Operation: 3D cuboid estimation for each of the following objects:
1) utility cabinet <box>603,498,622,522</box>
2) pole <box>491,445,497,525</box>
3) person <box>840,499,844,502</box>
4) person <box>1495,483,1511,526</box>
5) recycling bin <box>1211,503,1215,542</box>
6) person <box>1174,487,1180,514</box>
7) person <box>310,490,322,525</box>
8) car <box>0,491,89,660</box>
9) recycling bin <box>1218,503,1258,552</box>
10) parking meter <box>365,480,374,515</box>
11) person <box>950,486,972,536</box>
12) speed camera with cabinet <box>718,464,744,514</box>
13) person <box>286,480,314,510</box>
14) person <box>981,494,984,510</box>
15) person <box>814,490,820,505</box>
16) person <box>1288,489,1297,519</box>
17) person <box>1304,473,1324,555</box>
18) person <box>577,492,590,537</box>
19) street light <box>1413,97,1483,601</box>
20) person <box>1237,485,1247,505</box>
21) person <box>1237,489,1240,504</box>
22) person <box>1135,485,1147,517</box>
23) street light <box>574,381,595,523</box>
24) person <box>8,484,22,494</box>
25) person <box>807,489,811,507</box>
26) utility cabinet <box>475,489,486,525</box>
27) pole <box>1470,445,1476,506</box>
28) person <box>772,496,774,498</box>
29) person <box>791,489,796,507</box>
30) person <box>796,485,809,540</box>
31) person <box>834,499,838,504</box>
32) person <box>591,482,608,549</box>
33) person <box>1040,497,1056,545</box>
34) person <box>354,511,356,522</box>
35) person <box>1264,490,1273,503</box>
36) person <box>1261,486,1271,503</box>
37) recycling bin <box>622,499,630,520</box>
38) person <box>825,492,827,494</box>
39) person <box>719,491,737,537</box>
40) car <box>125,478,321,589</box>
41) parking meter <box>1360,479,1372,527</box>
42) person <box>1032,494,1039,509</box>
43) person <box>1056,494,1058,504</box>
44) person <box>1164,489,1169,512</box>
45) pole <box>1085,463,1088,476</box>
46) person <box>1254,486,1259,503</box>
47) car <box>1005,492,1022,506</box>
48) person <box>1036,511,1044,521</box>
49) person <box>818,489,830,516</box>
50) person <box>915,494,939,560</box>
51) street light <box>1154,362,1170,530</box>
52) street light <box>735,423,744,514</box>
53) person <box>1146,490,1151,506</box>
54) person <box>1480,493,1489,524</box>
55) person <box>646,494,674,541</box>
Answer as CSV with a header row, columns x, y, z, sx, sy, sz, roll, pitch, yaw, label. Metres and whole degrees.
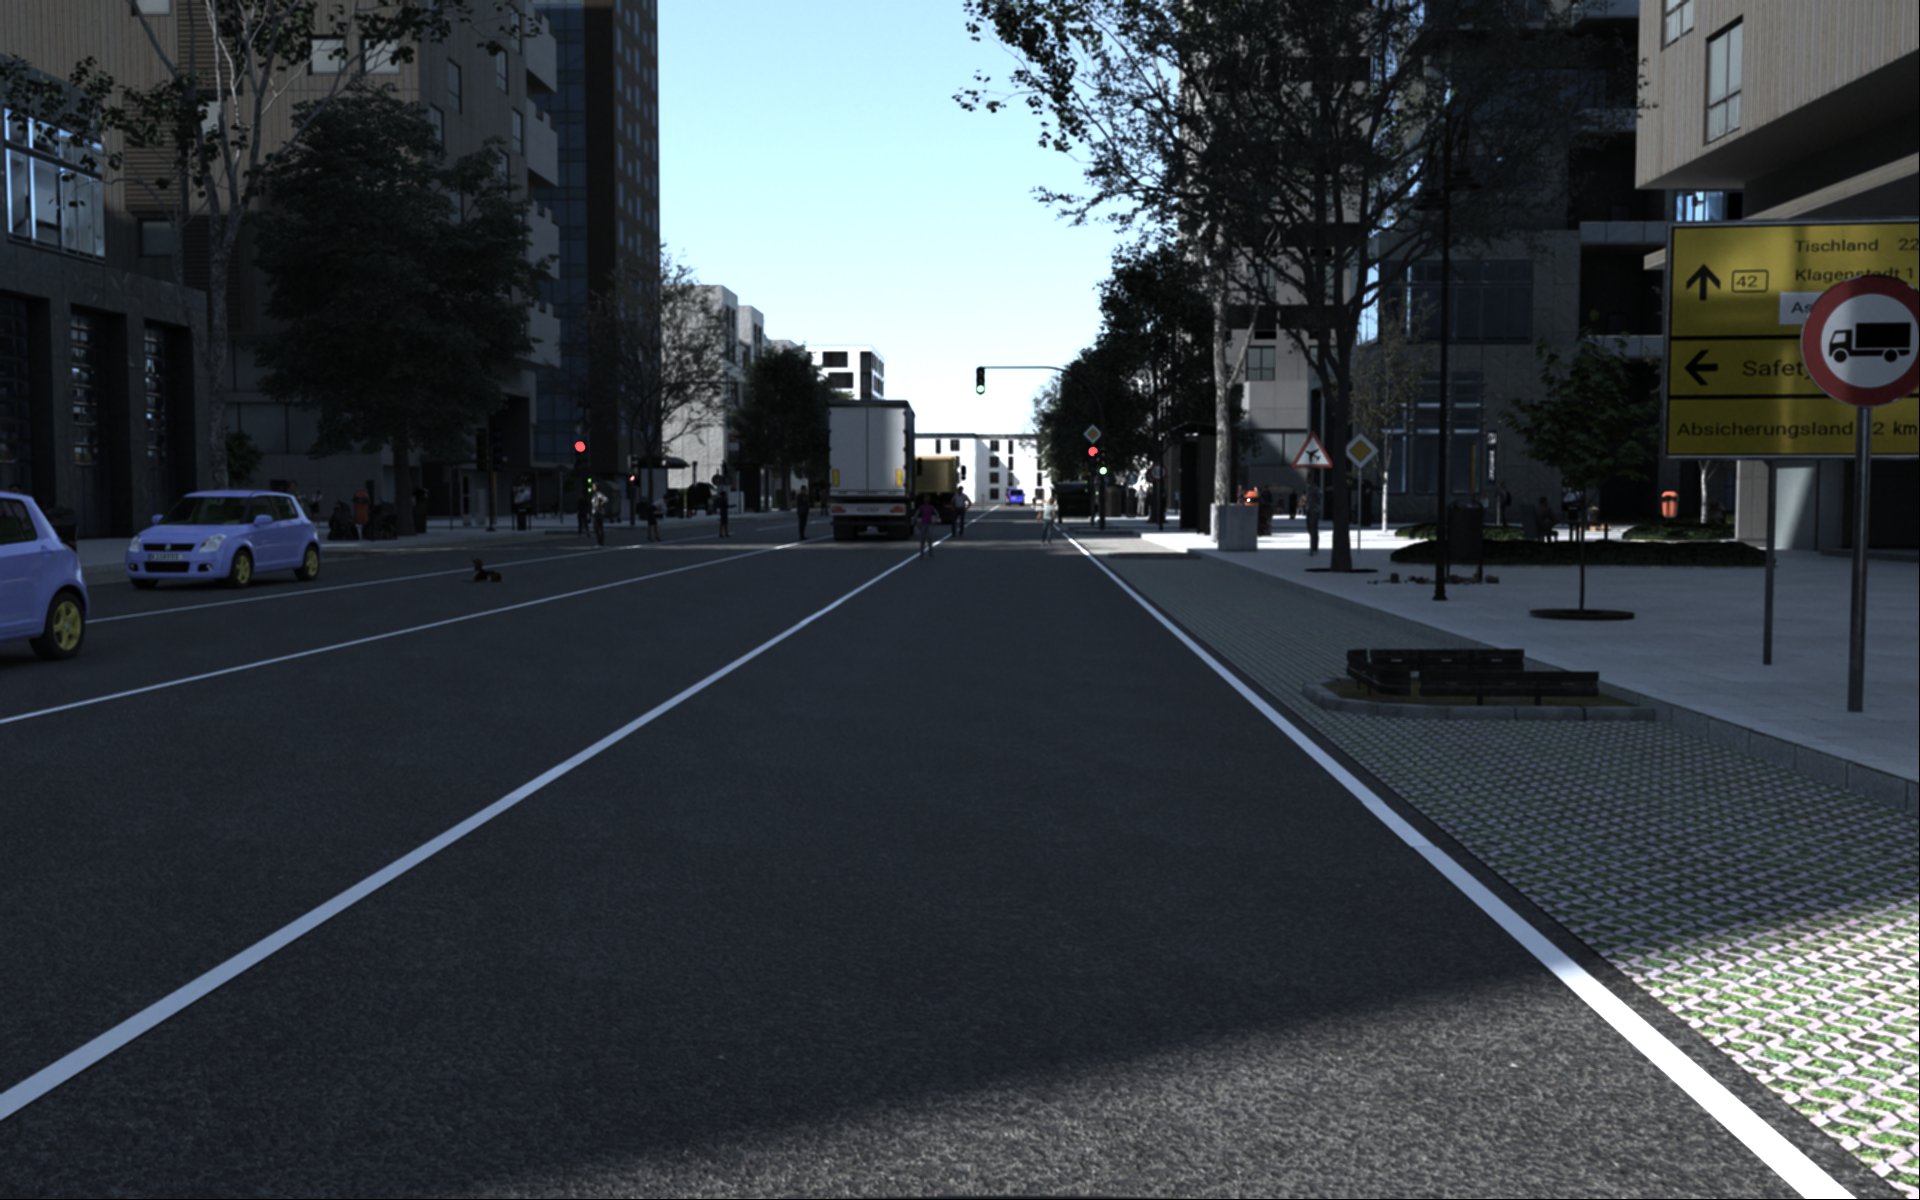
x,y,z,sx,sy,sz,roll,pitch,yaw,label
-15.894,-4.128,78.657,1.020,1.237,0.306,0,4,-7,utility cabinet
-19.573,-4.821,72.668,0.158,3.312,0.155,0,3,0,pole
-6.989,-5.847,104.622,0.750,1.759,0.617,0,4,7,person
21.463,-3.766,68.431,0.655,1.722,0.431,-1,4,-18,person
7.136,-2.068,46.361,0.722,1.027,0.722,0,4,-5,recycling bin
13.713,-6.240,108.797,0.376,1.734,0.841,-3,5,-41,person
-26.808,-3.846,72.121,0.799,1.438,0.628,1,4,21,person
-8.592,-0.252,13.717,1.945,1.707,3.694,0,4,2,car
6.232,-1.610,38.873,0.722,1.027,0.722,-1,4,-8,recycling bin
-24.577,-4.062,72.129,0.255,1.863,0.399,-3,4,-36,parking meter
-0.015,-3.002,58.528,0.756,1.711,0.436,2,4,28,person
-14.922,-7.245,112.784,2.038,3.252,0.660,3,5,45,speed camera with cabinet
-14.793,-1.786,38.421,0.841,1.734,0.376,-1,4,-9,person
1.991,-8.932,157.767,0.599,1.433,0.991,0,4,6,person
-17.455,-12.417,209.204,1.348,1.807,0.705,0,4,-3,person
16.986,-4.893,88.309,0.482,1.546,0.388,3,5,44,person
7.501,-1.831,36.711,0.376,1.734,0.841,1,4,10,person
-12.576,-2.865,57.879,0.613,1.512,0.480,2,4,28,person
5.804,-2.934,20.766,0.468,5.910,1.993,0,4,2,street light
14.856,-5.169,91.249,0.565,1.739,0.600,1,4,13,person
16.191,-5.620,99.634,0.593,1.614,0.444,2,4,35,person
9.990,-5.473,95.678,0.875,1.805,0.789,-1,4,-11,person
-15.350,-6.003,70.944,0.468,5.910,1.993,0,4,2,street light
-13.911,-0.923,25.552,0.963,1.587,0.435,-2,4,-25,person
-14.889,-10.007,170.187,0.750,1.759,0.617,-2,4,-23,person
-19.859,-3.851,71.642,0.318,1.500,1.173,-1,4,-22,utility cabinet
21.128,-4.741,71.359,0.158,3.312,0.155,0,3,0,pole
-17.864,-9.598,162.913,0.705,1.831,1.348,-2,4,-27,person
-16.326,-9.910,168.525,0.683,1.767,0.568,-3,5,-39,person
-4.943,-2.753,54.437,0.541,1.710,0.530,-3,5,-44,person
-14.600,-12.079,204.079,0.990,1.755,0.434,-1,4,-12,person
-9.459,-2.212,45.384,0.376,1.734,0.841,-1,4,-21,person
2.467,-2.221,48.728,0.435,1.345,0.340,0,4,2,person
-26.804,-3.855,77.357,0.655,0.850,0.859,-3,4,-38,person
16.504,-5.275,93.114,0.655,1.722,0.431,-2,4,-29,person
15.535,-4.951,87.905,0.541,1.710,0.530,1,4,9,person
-16.326,-4.423,84.872,0.722,1.027,0.722,0,4,0,recycling bin
-16.917,-13.090,219.695,0.705,1.869,1.348,1,4,20,person
-7.733,-2.848,57.438,0.453,1.535,0.546,3,5,40,person
-11.595,-1.085,27.335,1.945,1.707,3.694,0,4,4,car
16.072,-3.841,68.519,0.399,1.863,0.255,-1,4,-22,parking meter
7.164,-9.297,163.743,0.697,1.427,0.421,0,4,3,person
12.185,-12.871,216.425,0.705,1.831,1.348,1,4,19,person
14.577,-7.031,122.475,0.415,1.643,0.593,-2,4,-33,person
8.358,-7.382,114.537,0.158,3.312,0.155,0,3,0,pole
16.565,-5.570,97.647,0.750,1.759,0.617,3,4,37,person
6.728,-12.674,215.889,2.281,1.827,5.304,0,4,1,car
4.263,-4.480,92.226,0.381,0.543,0.357,1,4,10,person
-8.941,-6.409,113.832,0.990,1.755,0.434,2,4,33,person
-0.696,-1.593,37.786,0.726,1.434,0.776,-1,4,-11,person
7.095,-5.392,60.948,0.468,5.910,1.993,0,4,2,street light
-14.071,-8.428,110.587,0.468,5.910,1.993,0,4,2,street light
12.844,-6.749,118.755,0.453,1.535,0.546,0,4,6,person
21.569,-3.742,71.133,0.435,1.345,0.340,3,5,40,person
-9.171,-2.512,52.761,0.628,1.438,0.799,2,4,33,person
